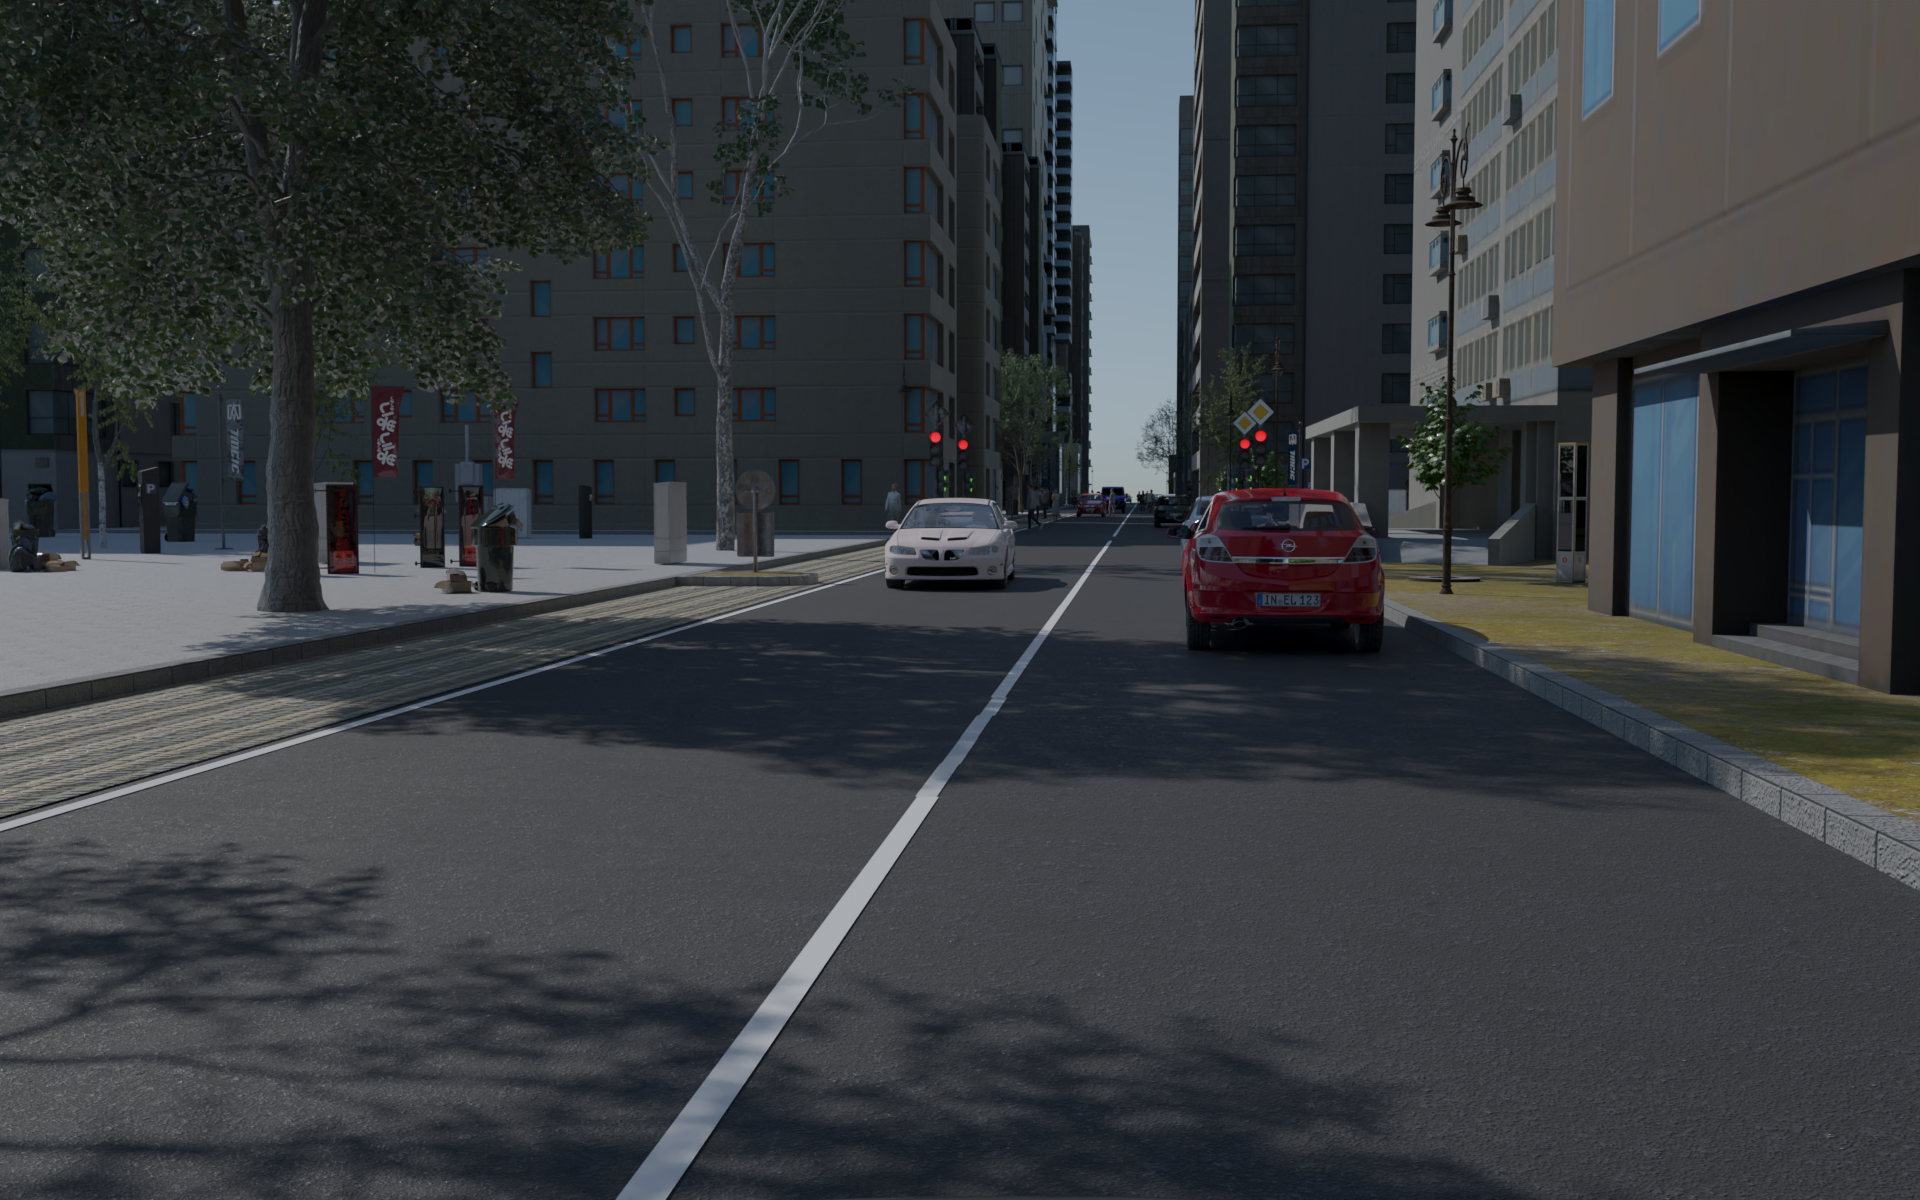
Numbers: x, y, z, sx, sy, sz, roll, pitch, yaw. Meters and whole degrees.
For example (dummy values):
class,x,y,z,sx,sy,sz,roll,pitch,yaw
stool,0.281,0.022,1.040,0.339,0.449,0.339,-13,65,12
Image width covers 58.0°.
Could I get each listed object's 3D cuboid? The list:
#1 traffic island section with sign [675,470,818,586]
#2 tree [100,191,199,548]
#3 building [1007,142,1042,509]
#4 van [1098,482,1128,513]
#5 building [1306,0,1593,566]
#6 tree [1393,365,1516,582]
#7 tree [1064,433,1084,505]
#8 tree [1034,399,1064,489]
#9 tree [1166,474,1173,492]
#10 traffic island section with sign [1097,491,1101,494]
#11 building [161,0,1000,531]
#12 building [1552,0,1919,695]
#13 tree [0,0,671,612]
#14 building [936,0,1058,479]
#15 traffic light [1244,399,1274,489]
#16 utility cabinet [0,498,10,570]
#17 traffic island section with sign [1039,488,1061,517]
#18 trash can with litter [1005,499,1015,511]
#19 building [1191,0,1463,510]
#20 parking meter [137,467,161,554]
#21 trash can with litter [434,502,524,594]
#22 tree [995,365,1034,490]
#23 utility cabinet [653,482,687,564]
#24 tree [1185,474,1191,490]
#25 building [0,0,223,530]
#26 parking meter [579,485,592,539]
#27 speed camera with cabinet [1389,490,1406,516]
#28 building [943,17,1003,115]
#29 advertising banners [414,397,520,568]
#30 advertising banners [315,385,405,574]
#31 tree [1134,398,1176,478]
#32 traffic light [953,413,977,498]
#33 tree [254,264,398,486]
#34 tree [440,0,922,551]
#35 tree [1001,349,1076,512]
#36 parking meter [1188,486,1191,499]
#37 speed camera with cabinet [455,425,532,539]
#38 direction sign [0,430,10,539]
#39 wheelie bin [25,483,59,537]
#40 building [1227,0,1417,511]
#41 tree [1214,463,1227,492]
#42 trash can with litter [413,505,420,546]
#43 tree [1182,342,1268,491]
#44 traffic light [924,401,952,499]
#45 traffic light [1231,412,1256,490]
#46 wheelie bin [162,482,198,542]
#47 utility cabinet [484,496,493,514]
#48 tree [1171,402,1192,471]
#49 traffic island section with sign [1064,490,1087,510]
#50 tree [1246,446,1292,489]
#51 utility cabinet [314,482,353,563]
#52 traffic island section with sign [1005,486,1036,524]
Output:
class,x,y,z,sx,sy,sz,roll,pitch,yaw
traffic island section with sign,-3.329,-1.164,27.658,1.989,1.847,2.006,0,4,6
tree,-20.135,-5.543,40.991,4.737,8.622,4.395,0,3,0
building,-0.670,-22.690,142.678,14.160,30.474,14.107,0,4,6
van,11.617,-7.774,131.485,2.240,2.365,5.245,0,4,6
building,24.384,-21.083,36.596,32.217,40.220,23.993,0,4,6
tree,7.130,-1.883,25.397,1.663,3.219,1.824,0,3,0
tree,13.073,-15.941,210.998,4.737,8.622,4.395,0,3,0
tree,5.698,-11.056,131.126,4.360,8.622,3.978,0,3,0
tree,28.827,-14.949,228.123,4.285,4.588,4.351,0,3,0
traffic island section with sign,22.238,-15.888,268.390,1.989,1.847,2.006,0,4,6
building,-13.250,-14.072,75.121,27.650,21.520,28.899,0,4,6
building,12.764,-22.040,10.472,14.600,45.320,14.200,0,4,6
tree,-7.393,-6.859,18.799,9.857,13.997,8.962,0,3,0
building,-5.735,-35.138,163.741,28.713,52.752,27.495,0,4,6
traffic light,8.825,-3.803,51.097,0.839,4.253,0.868,0,4,6
utility cabinet,-16.718,-1.122,29.514,1.020,1.237,0.306,1,4,15
traffic island section with sign,5.389,-6.185,109.749,1.989,1.847,2.006,0,4,6
trash can with litter,4.181,-7.134,127.696,2.233,1.210,1.678,-3,4,-36
building,27.191,-30.350,119.928,21.300,48.544,21.600,0,4,6
parking meter,-17.450,-1.929,37.248,0.399,1.863,0.255,-3,5,-43
trash can with litter,-6.268,-0.685,22.581,1.055,1.170,0.624,-3,5,-41
tree,1.727,-8.979,97.165,4.360,8.622,3.978,0,3,0
utility cabinet,-5.336,-1.418,31.861,0.318,1.500,1.173,0,4,6
tree,19.589,-9.129,143.861,1.663,3.219,1.824,0,3,0
building,-38.572,-18.192,69.139,14.107,30.474,14.160,0,4,6
parking meter,-10.785,-2.536,49.877,0.372,1.533,0.369,0,3,0
speed camera with cabinet,16.554,-4.530,68.401,2.038,3.252,0.660,1,4,8
building,-4.935,-20.491,106.726,14.160,30.474,14.107,0,4,6
advertising banners,-8.679,-2.106,30.616,2.074,3.025,0.090,-3,5,-45
advertising banners,-9.930,-1.928,27.713,2.074,3.025,0.090,-2,4,-27
tree,27.138,-18.907,219.494,12.009,13.543,11.850,0,3,0
traffic light,0.159,-4.349,60.028,0.839,4.253,0.868,0,4,6
tree,-19.074,-6.152,50.949,4.737,8.622,4.395,0,3,0
tree,-6.176,-11.266,40.081,12.611,20.169,13.585,0,3,0
tree,4.378,-12.007,122.063,9.928,11.665,9.643,0,3,0
parking meter,16.610,-7.320,125.400,0.255,1.863,0.399,1,4,8
speed camera with cabinet,-13.422,-3.394,49.833,2.038,3.252,0.660,0,4,-5
direction sign,-27.571,-3.533,49.760,0.379,3.537,0.876,-2,4,-32
wheelie bin,-27.291,-2.663,51.450,0.980,1.594,0.693,-1,4,-11
building,21.799,-19.780,95.100,14.160,30.474,14.107,0,4,6
tree,16.836,-7.001,109.064,1.663,3.219,1.824,0,3,0
trash can with litter,-13.263,-1.948,43.245,0.624,1.170,1.055,0,4,-1
tree,13.124,-8.189,84.245,4.737,8.622,4.395,0,3,0
traffic light,-0.684,-3.863,52.088,0.839,4.253,0.868,0,4,6
traffic light,9.669,-4.289,59.038,0.839,4.253,0.868,0,4,6
wheelie bin,-21.015,-2.371,46.666,0.980,1.594,0.693,2,4,26
utility cabinet,-14.308,-2.521,52.378,0.306,1.237,1.020,0,4,-8
tree,18.997,-11.486,138.162,4.360,8.622,3.978,0,3,0
traffic island section with sign,10.509,-9.134,157.969,1.989,1.847,2.006,0,4,6
tree,12.428,-4.579,69.464,1.663,3.219,1.824,0,3,0
utility cabinet,-11.695,-1.446,32.320,0.318,1.500,1.173,0,4,3
traffic island section with sign,2.543,-4.545,82.944,1.989,1.847,2.006,0,4,6
